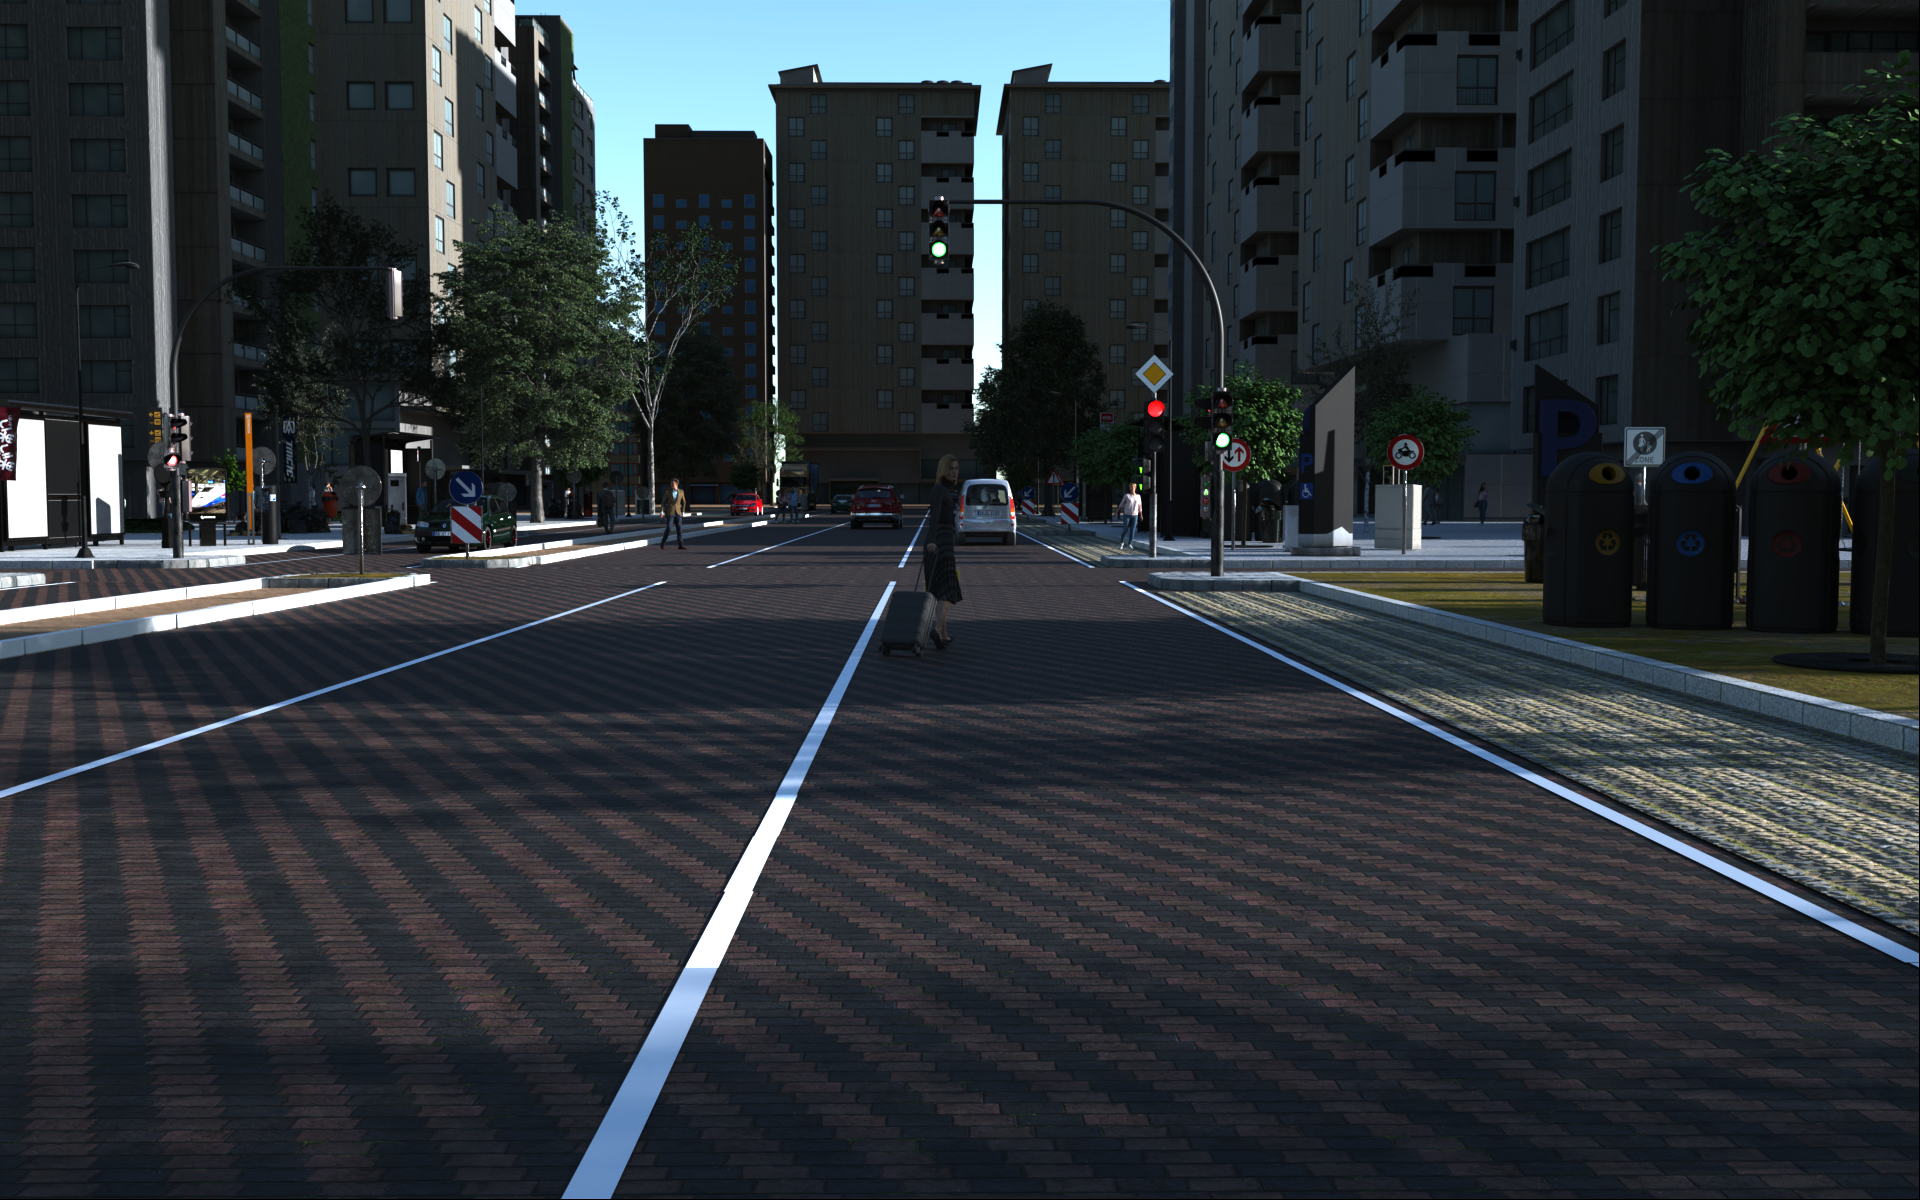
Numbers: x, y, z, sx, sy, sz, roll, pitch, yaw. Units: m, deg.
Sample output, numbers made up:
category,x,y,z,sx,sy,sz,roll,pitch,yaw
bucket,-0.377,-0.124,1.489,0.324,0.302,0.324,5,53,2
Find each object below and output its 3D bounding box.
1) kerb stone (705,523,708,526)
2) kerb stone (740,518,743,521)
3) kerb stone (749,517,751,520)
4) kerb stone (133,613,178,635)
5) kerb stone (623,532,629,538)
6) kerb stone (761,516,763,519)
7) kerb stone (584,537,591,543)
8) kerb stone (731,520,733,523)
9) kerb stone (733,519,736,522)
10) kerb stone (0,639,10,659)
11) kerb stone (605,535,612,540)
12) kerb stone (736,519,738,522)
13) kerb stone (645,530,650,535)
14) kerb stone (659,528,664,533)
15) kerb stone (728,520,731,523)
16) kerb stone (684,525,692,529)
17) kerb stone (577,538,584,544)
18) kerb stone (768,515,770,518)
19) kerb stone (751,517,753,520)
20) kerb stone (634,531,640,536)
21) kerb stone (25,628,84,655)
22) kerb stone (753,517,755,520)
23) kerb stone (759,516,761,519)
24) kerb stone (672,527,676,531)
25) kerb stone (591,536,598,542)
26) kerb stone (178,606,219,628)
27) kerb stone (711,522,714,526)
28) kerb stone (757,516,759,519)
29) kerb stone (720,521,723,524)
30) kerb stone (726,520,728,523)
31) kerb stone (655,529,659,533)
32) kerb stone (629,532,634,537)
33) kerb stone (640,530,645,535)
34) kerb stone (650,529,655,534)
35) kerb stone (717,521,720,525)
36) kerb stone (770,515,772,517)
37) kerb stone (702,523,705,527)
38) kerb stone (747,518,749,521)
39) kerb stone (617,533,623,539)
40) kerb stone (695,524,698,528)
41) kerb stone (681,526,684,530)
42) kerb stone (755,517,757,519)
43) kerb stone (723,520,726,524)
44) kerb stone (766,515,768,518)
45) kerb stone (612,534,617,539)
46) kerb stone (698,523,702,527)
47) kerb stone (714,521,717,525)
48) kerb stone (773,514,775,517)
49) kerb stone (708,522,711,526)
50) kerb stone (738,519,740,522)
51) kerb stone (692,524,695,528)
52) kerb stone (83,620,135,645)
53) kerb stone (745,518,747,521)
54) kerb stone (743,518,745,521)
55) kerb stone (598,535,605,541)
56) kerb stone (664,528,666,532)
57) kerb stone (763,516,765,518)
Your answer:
category,x,y,z,sx,sy,sz,roll,pitch,yaw
kerb stone,-11.258,-3.278,75.855,0.120,0.150,1.000,0,4,-1
kerb stone,-11.439,-4.096,89.172,0.120,0.150,1.000,0,4,-1
kerb stone,-11.493,-4.348,93.280,0.120,0.150,1.000,0,4,-1
kerb stone,-8.419,0.261,17.973,0.120,0.150,1.000,0,4,-1
kerb stone,-11.012,-2.089,56.408,0.120,0.150,1.000,0,4,-1
kerb stone,-11.566,-4.722,99.437,0.120,0.150,1.000,0,4,-1
kerb stone,-10.938,-1.716,50.249,0.120,0.150,1.000,0,4,-1
kerb stone,-11.380,-3.842,85.077,0.120,0.150,1.000,0,4,-1
kerb stone,-11.398,-3.909,86.099,0.120,0.150,1.000,0,4,-1
kerb stone,-8.368,0.450,14.888,0.120,0.150,1.000,0,4,-1
kerb stone,-10.965,-1.905,53.334,0.120,0.150,1.000,0,4,-1
kerb stone,-11.411,-3.971,87.123,0.120,0.150,1.000,0,4,-1
kerb stone,-11.068,-2.343,60.503,0.120,0.150,1.000,0,4,-1
kerb stone,-11.103,-2.526,63.577,0.120,0.150,1.000,0,4,-1
kerb stone,-11.366,-3.783,84.047,0.120,0.150,1.000,0,4,-1
kerb stone,-11.195,-2.969,70.735,0.120,0.150,1.000,0,4,-1
kerb stone,-10.924,-1.653,49.227,0.120,0.150,1.000,0,4,-1
kerb stone,-11.621,-4.974,103.536,0.120,0.150,1.000,0,4,-1
kerb stone,-11.504,-4.410,94.304,0.120,0.150,1.000,0,4,-1
kerb stone,-11.038,-2.213,58.452,0.120,0.150,1.000,0,4,-1
kerb stone,-8.383,0.387,15.915,0.120,0.150,1.000,0,4,-1
kerb stone,-11.517,-4.470,95.327,0.120,0.150,1.000,0,4,-1
kerb stone,-11.560,-4.662,98.415,0.120,0.150,1.000,0,4,-1
kerb stone,-11.149,-2.719,66.644,0.120,0.150,1.000,0,4,-1
kerb stone,-10.944,-1.774,51.271,0.120,0.150,1.000,0,4,-1
kerb stone,-8.423,0.199,18.999,0.120,0.150,1.000,0,4,-1
kerb stone,-11.295,-3.407,77.902,0.120,0.150,1.000,0,4,-1
kerb stone,-11.537,-4.598,97.379,0.120,0.150,1.000,0,4,-1
kerb stone,-11.338,-3.594,80.975,0.120,0.150,1.000,0,4,-1
kerb stone,-11.357,-3.720,83.025,0.120,0.150,1.000,0,4,-1
kerb stone,-11.093,-2.465,62.549,0.120,0.150,1.000,0,4,-1
kerb stone,-11.027,-2.155,57.429,0.120,0.150,1.000,0,4,-1
kerb stone,-11.052,-2.280,59.477,0.120,0.150,1.000,0,4,-1
kerb stone,-11.070,-2.406,61.527,0.120,0.150,1.000,0,4,-1
kerb stone,-11.318,-3.533,79.952,0.120,0.150,1.000,0,4,-1
kerb stone,-11.639,-5.038,104.558,0.120,0.150,1.000,0,4,-1
kerb stone,-11.260,-3.219,74.832,0.120,0.150,1.000,0,4,-1
kerb stone,-11.474,-4.285,92.250,0.120,0.150,1.000,0,4,-1
kerb stone,-11.004,-2.029,55.385,0.120,0.150,1.000,0,4,-1
kerb stone,-11.225,-3.094,72.779,0.120,0.150,1.000,0,4,-1
kerb stone,-11.167,-2.844,68.690,0.120,0.150,1.000,0,4,-1
kerb stone,-11.530,-4.531,96.349,0.120,0.150,1.000,0,4,-1
kerb stone,-11.340,-3.655,82.003,0.120,0.150,1.000,0,4,-1
kerb stone,-11.608,-4.912,102.514,0.120,0.150,1.000,0,4,-1
kerb stone,-10.985,-1.967,54.356,0.120,0.150,1.000,0,4,-1
kerb stone,-11.233,-3.157,73.807,0.120,0.150,1.000,0,4,-1
kerb stone,-11.306,-3.470,78.924,0.120,0.150,1.000,0,4,-1
kerb stone,-11.659,-5.163,106.604,0.120,0.150,1.000,0,4,-1
kerb stone,-11.278,-3.345,76.878,0.120,0.150,1.000,0,4,-1
kerb stone,-11.423,-4.030,88.150,0.120,0.150,1.000,0,4,-1
kerb stone,-11.213,-3.031,71.757,0.120,0.150,1.000,0,4,-1
kerb stone,-8.389,0.323,16.943,0.120,0.150,1.000,0,4,-1
kerb stone,-11.466,-4.219,91.228,0.120,0.150,1.000,0,4,-1
kerb stone,-11.454,-4.158,90.200,0.120,0.150,1.000,0,4,-1
kerb stone,-10.958,-1.841,52.308,0.120,0.150,1.000,0,4,-1
kerb stone,-11.110,-2.594,64.599,0.120,0.150,1.000,0,4,-1
kerb stone,-11.591,-4.787,100.468,0.120,0.150,1.000,0,4,-1
